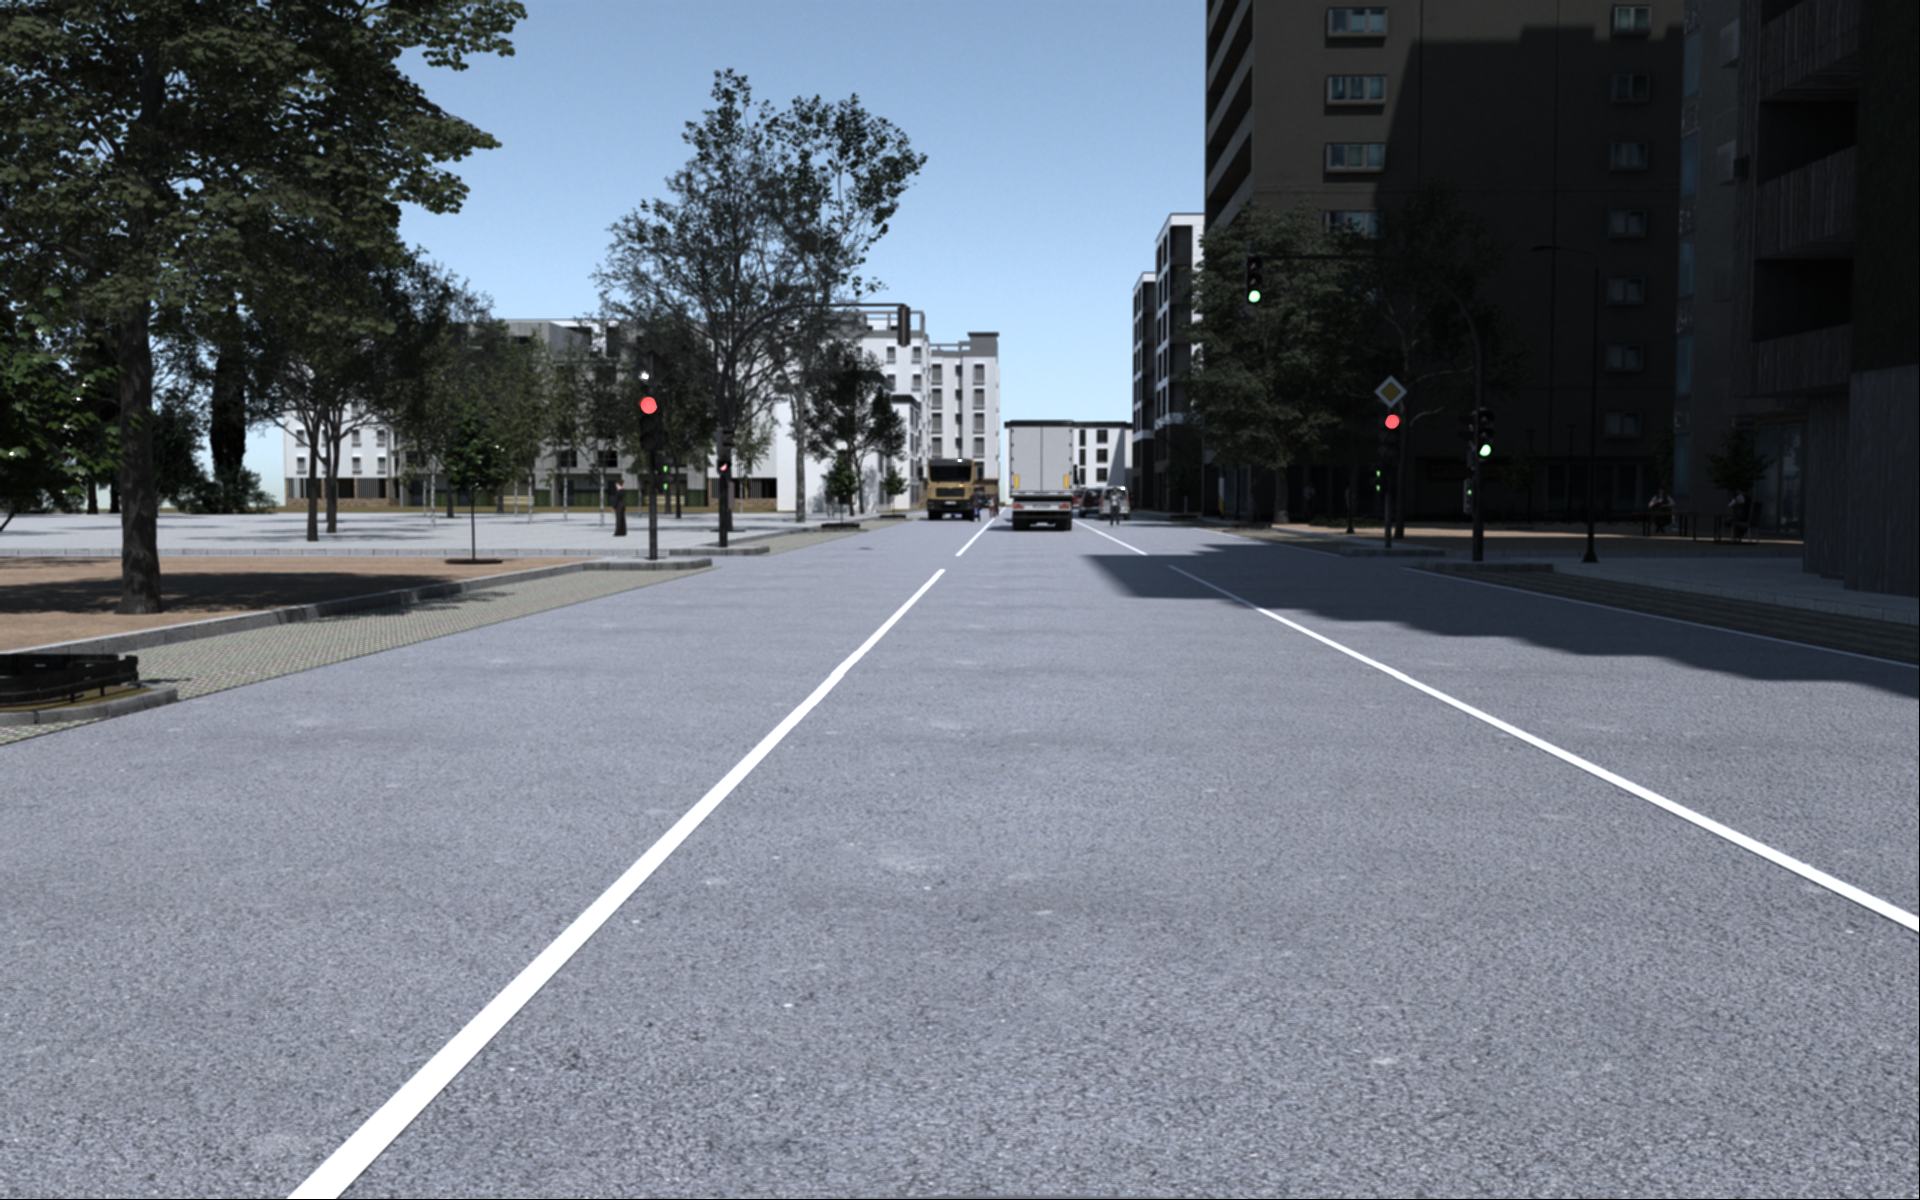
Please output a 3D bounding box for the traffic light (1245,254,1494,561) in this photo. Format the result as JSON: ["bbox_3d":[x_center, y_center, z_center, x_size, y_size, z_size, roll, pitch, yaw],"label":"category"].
[{"bbox_3d":[7.766,-3.562,32.912,4.771,5.953,1.251,0,4,2],"label":"traffic light"}]

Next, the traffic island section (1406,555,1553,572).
[{"bbox_3d":[9.899,-0.661,33.095,2.009,0.180,2.903,0,4,2],"label":"traffic island section"}]

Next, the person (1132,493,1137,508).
[{"bbox_3d":[16.230,-9.289,161.146,0.421,1.427,0.697,3,5,40],"label":"person"}]

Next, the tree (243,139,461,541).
[{"bbox_3d":[-17.576,-6.849,46.397,8.767,10.594,7.601,0,4,-7],"label":"tree"}]

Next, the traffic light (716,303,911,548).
[{"bbox_3d":[-3.568,-4.084,41.446,4.771,5.953,1.251,0,4,2],"label":"traffic light"}]

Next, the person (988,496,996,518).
[{"bbox_3d":[1.939,-5.607,104.081,0.435,1.345,0.340,-2,4,-28],"label":"person"}]

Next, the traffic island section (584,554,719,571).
[{"bbox_3d":[-5.973,-0.695,33.637,2.009,0.180,2.903,0,4,2],"label":"traffic island section"}]

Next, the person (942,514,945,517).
[{"bbox_3d":[-1.102,-6.162,109.400,0.875,1.805,0.789,1,4,14],"label":"person"}]

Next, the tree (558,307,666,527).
[{"bbox_3d":[-13.989,-7.218,68.371,4.360,8.622,3.978,0,3,0],"label":"tree"}]

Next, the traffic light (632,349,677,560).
[{"bbox_3d":[-5.933,-2.727,33.501,0.839,4.253,0.868,0,4,2],"label":"traffic light"}]

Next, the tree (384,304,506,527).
[{"bbox_3d":[-20.664,-7.178,67.724,4.737,8.622,4.395,0,3,0],"label":"tree"}]

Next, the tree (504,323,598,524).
[{"bbox_3d":[-18.656,-7.562,73.999,4.737,8.622,4.395,0,3,0],"label":"tree"}]

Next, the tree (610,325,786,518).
[{"bbox_3d":[-14.768,-9.610,91.538,8.767,10.594,7.601,1,4,14],"label":"tree"}]

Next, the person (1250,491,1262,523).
[{"bbox_3d":[13.103,-4.102,76.345,0.776,1.435,0.726,1,4,9],"label":"person"}]

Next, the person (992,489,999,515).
[{"bbox_3d":[2.342,-6.557,116.261,0.434,1.755,0.990,3,4,37],"label":"person"}]

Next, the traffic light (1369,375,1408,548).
[{"bbox_3d":[10.131,-3.183,40.963,0.839,4.253,0.868,0,4,2],"label":"traffic light"}]

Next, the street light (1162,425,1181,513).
[{"bbox_3d":[14.144,-8.764,115.825,1.470,5.913,1.316,0,4,2],"label":"street light"}]

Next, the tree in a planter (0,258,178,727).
[{"bbox_3d":[-6.400,-0.867,11.393,1.991,3.239,1.994,0,4,2],"label":"tree in a planter"}]

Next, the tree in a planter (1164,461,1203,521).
[{"bbox_3d":[11.916,-5.831,92.559,1.991,3.239,1.994,0,4,2],"label":"tree in a planter"}]

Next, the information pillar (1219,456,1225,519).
[{"bbox_3d":[13.241,-5.882,87.520,0.183,3.616,0.504,-1,4,-20],"label":"information pillar"}]

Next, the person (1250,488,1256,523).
[{"bbox_3d":[13.165,-4.261,77.780,0.319,1.574,0.516,1,4,14],"label":"person"}]

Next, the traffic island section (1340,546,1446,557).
[{"bbox_3d":[10.170,-1.150,41.076,2.009,0.180,2.903,0,4,2],"label":"traffic island section"}]

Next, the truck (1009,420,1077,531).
[{"bbox_3d":[3.433,-5.037,71.272,2.839,4.237,11.283,0,4,4],"label":"truck"}]

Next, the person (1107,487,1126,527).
[{"bbox_3d":[6.688,-3.998,74.594,0.841,1.734,0.376,2,4,31],"label":"person"}]

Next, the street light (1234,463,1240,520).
[{"bbox_3d":[13.124,-6.887,85.142,1.470,5.913,1.316,0,4,2],"label":"street light"}]

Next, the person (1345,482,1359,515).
[{"bbox_3d":[17.212,-4.273,76.052,0.789,1.805,0.875,-1,4,-11],"label":"person"}]

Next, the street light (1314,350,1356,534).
[{"bbox_3d":[12.011,-5.076,55.531,1.470,5.913,1.316,0,4,2],"label":"street light"}]

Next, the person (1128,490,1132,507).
[{"bbox_3d":[16.781,-10.073,171.532,0.445,1.727,0.742,1,4,19],"label":"person"}]

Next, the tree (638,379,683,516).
[{"bbox_3d":[-18.206,-9.095,99.073,4.737,8.622,4.395,0,3,0],"label":"tree"}]

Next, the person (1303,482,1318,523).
[{"bbox_3d":[15.669,-4.366,77.294,0.709,1.838,0.599,-1,4,-17],"label":"person"}]

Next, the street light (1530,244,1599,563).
[{"bbox_3d":[11.282,-3.657,32.332,1.470,5.913,1.316,0,4,2],"label":"street light"}]

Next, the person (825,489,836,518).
[{"bbox_3d":[-6.914,-5.285,92.581,0.598,1.807,0.434,1,4,16],"label":"person"}]

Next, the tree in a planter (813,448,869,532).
[{"bbox_3d":[-4.537,-4.225,66.295,1.991,3.239,1.994,0,4,2],"label":"tree in a planter"}]

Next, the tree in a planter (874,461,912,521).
[{"bbox_3d":[-3.605,-5.908,93.815,1.991,3.239,1.994,0,4,2],"label":"tree in a planter"}]

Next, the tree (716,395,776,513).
[{"bbox_3d":[-14.348,-10.083,115.216,4.737,8.622,4.395,0,3,0],"label":"tree"}]

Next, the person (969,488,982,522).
[{"bbox_3d":[0.794,-4.958,90.392,0.655,1.722,0.431,-1,4,-23],"label":"person"}]

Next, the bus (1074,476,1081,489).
[{"bbox_3d":[10.900,-11.207,178.095,2.948,3.499,13.247,0,4,2],"label":"bus"}]

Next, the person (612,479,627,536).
[{"bbox_3d":[-10.419,-2.820,52.950,0.445,1.727,0.742,-1,4,-9],"label":"person"}]

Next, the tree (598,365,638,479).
[{"bbox_3d":[-18.410,-7.993,81.046,4.737,8.622,4.395,0,3,0],"label":"tree"}]

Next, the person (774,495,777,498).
[{"bbox_3d":[-20.492,-11.433,196.153,1.217,1.735,0.721,0,4,4],"label":"person"}]

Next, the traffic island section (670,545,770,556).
[{"bbox_3d":[-5.702,-1.183,41.618,2.009,0.180,2.903,0,4,2],"label":"traffic island section"}]

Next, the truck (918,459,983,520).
[{"bbox_3d":[-0.486,-6.172,96.843,3.469,3.379,9.791,0,4,0],"label":"truck"}]

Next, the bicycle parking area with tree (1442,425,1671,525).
[{"bbox_3d":[25.508,-5.348,74.445,9.016,4.147,8.231,1,4,14],"label":"bicycle parking area with tree"}]
